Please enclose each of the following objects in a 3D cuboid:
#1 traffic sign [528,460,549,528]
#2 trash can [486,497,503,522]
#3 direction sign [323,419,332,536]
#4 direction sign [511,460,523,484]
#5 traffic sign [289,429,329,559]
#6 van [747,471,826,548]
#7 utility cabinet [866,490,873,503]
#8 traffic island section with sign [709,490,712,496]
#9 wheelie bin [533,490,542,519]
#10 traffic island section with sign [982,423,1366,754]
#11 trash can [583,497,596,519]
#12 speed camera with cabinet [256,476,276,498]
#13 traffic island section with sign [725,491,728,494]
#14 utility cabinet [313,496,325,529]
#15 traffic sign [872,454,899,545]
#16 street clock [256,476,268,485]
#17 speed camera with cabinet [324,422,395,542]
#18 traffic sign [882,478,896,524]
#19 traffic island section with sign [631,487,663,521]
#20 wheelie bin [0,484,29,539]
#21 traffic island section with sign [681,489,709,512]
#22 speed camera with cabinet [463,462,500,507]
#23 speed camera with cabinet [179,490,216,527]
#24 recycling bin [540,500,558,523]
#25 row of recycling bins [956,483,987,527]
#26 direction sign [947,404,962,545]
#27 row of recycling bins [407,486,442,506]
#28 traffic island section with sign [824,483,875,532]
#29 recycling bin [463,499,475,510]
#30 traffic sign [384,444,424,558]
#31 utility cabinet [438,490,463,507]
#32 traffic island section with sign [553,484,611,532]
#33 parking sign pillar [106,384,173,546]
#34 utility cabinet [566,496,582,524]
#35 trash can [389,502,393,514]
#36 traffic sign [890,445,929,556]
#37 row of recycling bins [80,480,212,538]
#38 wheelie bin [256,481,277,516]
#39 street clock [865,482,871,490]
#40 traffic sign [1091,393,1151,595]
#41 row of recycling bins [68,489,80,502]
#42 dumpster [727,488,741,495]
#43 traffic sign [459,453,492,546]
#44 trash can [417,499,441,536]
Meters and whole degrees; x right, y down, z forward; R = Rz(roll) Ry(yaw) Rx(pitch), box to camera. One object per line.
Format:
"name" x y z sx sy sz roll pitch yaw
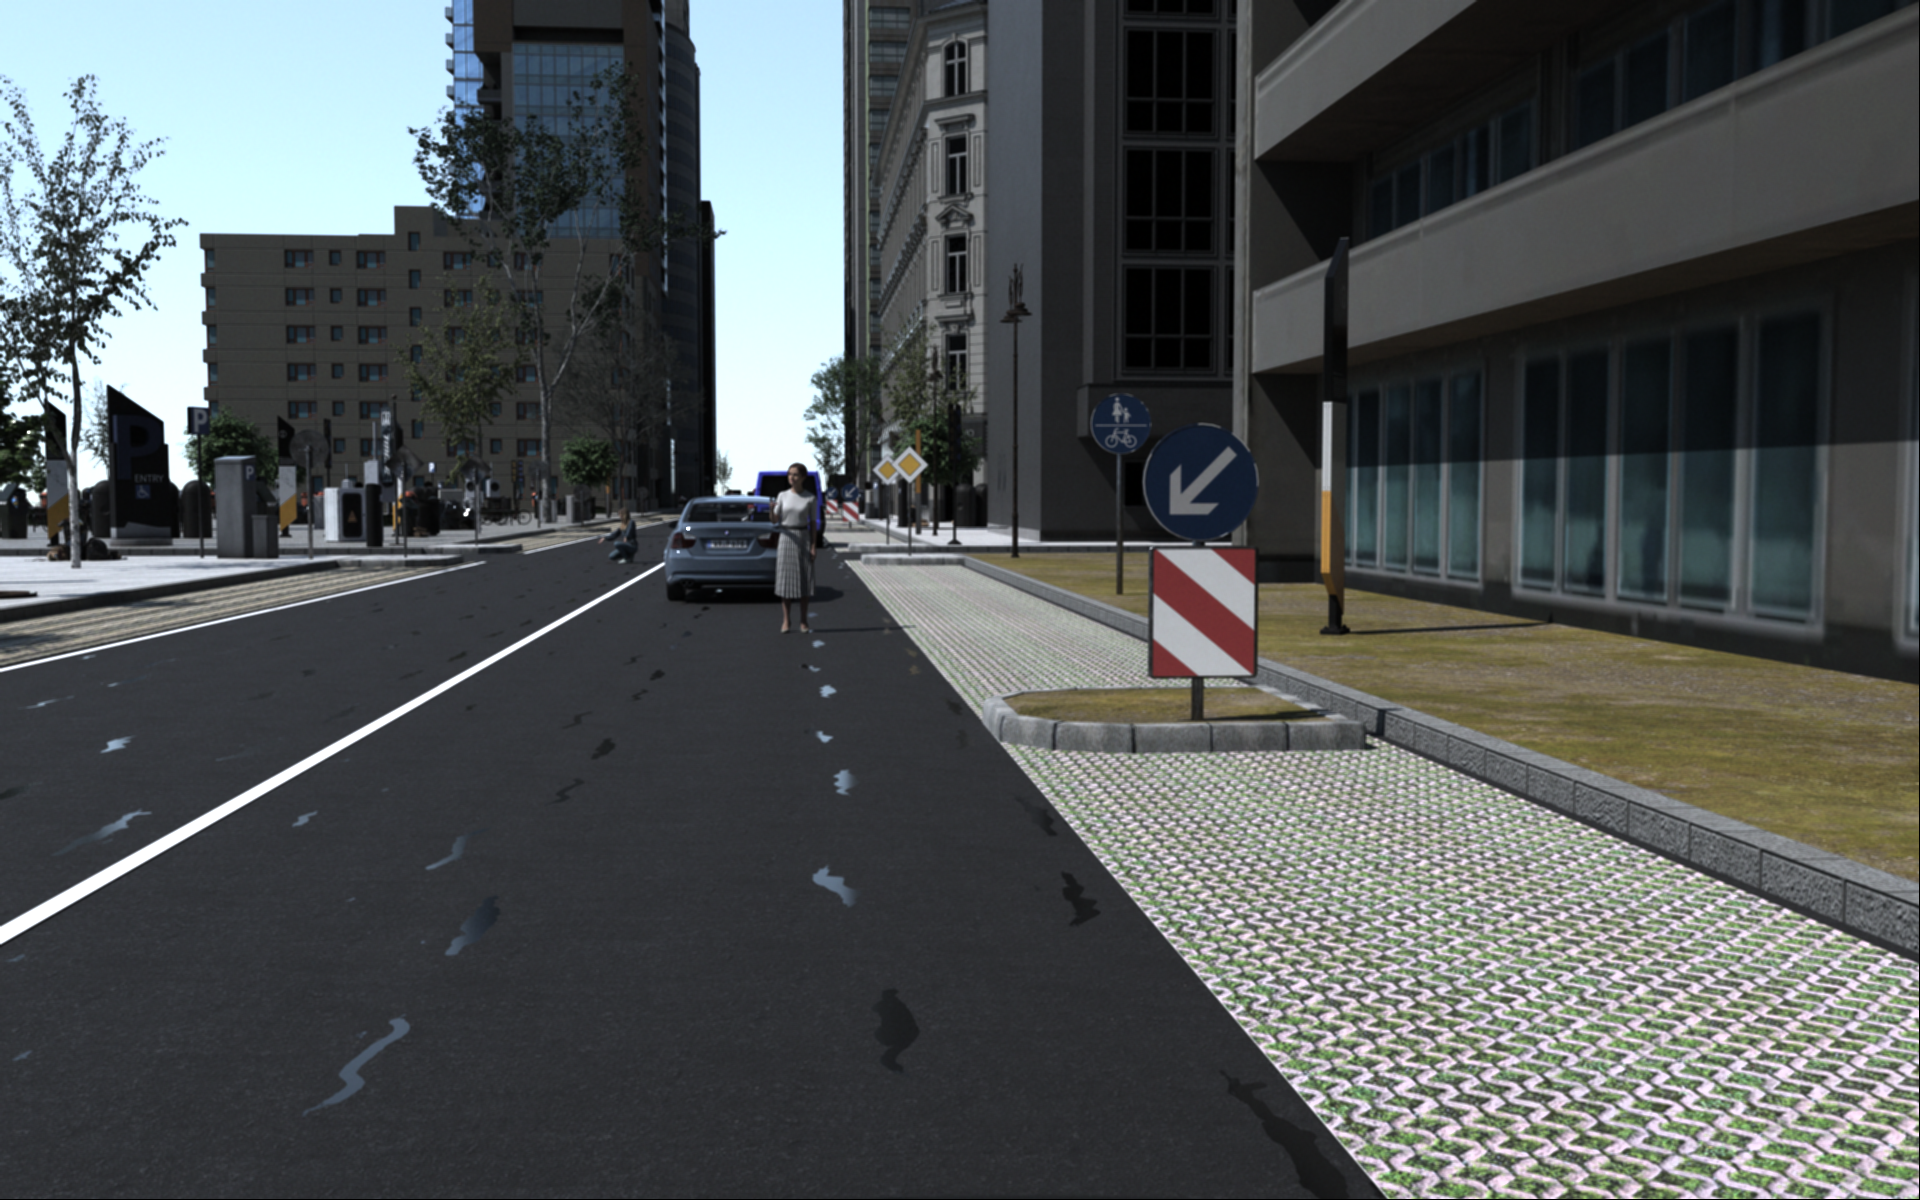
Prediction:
"traffic sign" -15.911 -3.992 65.379 0.768 2.556 0.104 0 4 1
"trash can" -21.612 -4.207 80.433 0.748 1.137 0.748 0 3 0
"direction sign" -19.106 -3.694 52.397 0.379 3.537 0.876 -1 4 -9
"direction sign" -29.610 -7.576 115.857 0.876 3.537 0.379 1 4 20
"traffic sign" -12.810 -2.079 34.105 0.768 2.556 0.104 0 4 -3
"van" -4.780 -2.667 47.989 2.240 2.365 5.245 0 4 -6
"utility cabinet" -4.523 -5.093 91.942 0.318 1.500 1.173 2 4 35
"traffic island section with sign" -24.496 -9.805 168.945 1.989 1.847 2.006 0 4 -6
"wheelie bin" -21.975 -5.059 90.629 0.693 1.594 0.980 -1 4 -14
"traffic island section with sign" 1.172 -0.112 10.462 1.989 1.847 2.006 0 4 -6
"trash can" -19.245 -4.787 89.924 0.748 1.137 0.748 0 3 0
"speed camera with cabinet" -32.909 -5.308 81.129 0.660 3.252 2.038 1 4 13
"traffic island section with sign" -32.687 -14.852 251.459 1.989 1.847 2.006 0 4 -6
"utility cabinet" -23.342 -3.193 63.372 0.306 1.237 1.020 0 4 -3
"traffic sign" -1.832 -2.458 43.838 0.795 2.450 0.064 0 4 -6
"street clock" -27.507 -3.893 68.215 0.471 2.002 0.358 -2 4 -25
"speed camera with cabinet" -16.193 -3.210 46.821 0.660 3.252 2.038 2 4 30
"traffic sign" -3.003 -4.358 73.387 0.606 2.300 0.079 0 4 -1
"traffic island section with sign" -16.932 -5.132 92.533 1.989 1.847 2.006 0 4 -6
"wheelie bin" -27.209 -2.561 49.787 0.980 1.594 0.693 2 4 35
"traffic island section with sign" -21.849 -8.165 142.120 1.989 1.847 2.006 0 4 -6
"speed camera with cabinet" -29.556 -6.904 107.212 2.038 3.252 0.660 -3 4 -38
"speed camera with cabinet" -29.834 -4.533 68.445 2.038 3.252 0.660 -1 4 -22
"recycling bin" -18.324 -3.943 77.024 0.722 1.027 0.722 0 4 -3
"row of recycling bins" 1.228 -3.708 67.734 3.534 1.692 1.069 -3 5 -42
"direction sign" -0.137 -3.167 43.776 0.379 3.537 0.876 1 4 20
"row of recycling bins" -28.448 -5.212 92.327 1.069 1.692 3.534 0 4 4
"traffic island section with sign" -4.267 -3.467 65.319 1.989 1.847 2.006 0 4 -6
"recycling bin" -26.256 -4.895 92.580 0.722 1.027 0.722 0 4 3
"traffic sign" -11.191 -1.912 34.910 0.795 2.450 0.064 0 4 -6
"utility cabinet" -25.857 -4.851 87.989 1.173 1.500 0.318 -2 4 -32
"traffic island section with sign" -14.248 -3.475 65.450 1.989 1.847 2.006 0 4 -6
"parking sign pillar" -20.370 -3.333 42.974 1.447 3.967 1.447 -3 5 -44
"utility cabinet" -16.879 -3.950 75.743 0.306 1.237 1.020 1 4 11
"trash can" -29.030 -4.730 88.984 0.748 1.137 0.748 0 3 0
"traffic sign" -1.044 -1.972 35.892 0.795 2.450 0.064 0 4 -6
"row of recycling bins" -23.585 -2.656 50.546 3.534 1.692 1.069 0 4 4
"wheelie bin" -17.496 -2.158 43.190 0.693 1.594 0.980 0 4 2
"street clock" -5.356 -5.903 101.090 0.358 2.002 0.471 -2 4 -24
"traffic sign" 2.038 -1.341 22.031 0.768 2.556 0.104 0 4 -1
"row of recycling bins" -56.339 -6.469 112.873 3.534 1.692 1.069 -3 5 -42
"dumpster" -31.596 -14.525 242.439 1.985 2.255 1.502 0 4 -7
"traffic sign" -11.978 -2.398 42.857 0.795 2.450 0.064 0 4 -6
"trash can" -16.392 -2.559 53.489 0.748 1.137 0.748 0 3 0
